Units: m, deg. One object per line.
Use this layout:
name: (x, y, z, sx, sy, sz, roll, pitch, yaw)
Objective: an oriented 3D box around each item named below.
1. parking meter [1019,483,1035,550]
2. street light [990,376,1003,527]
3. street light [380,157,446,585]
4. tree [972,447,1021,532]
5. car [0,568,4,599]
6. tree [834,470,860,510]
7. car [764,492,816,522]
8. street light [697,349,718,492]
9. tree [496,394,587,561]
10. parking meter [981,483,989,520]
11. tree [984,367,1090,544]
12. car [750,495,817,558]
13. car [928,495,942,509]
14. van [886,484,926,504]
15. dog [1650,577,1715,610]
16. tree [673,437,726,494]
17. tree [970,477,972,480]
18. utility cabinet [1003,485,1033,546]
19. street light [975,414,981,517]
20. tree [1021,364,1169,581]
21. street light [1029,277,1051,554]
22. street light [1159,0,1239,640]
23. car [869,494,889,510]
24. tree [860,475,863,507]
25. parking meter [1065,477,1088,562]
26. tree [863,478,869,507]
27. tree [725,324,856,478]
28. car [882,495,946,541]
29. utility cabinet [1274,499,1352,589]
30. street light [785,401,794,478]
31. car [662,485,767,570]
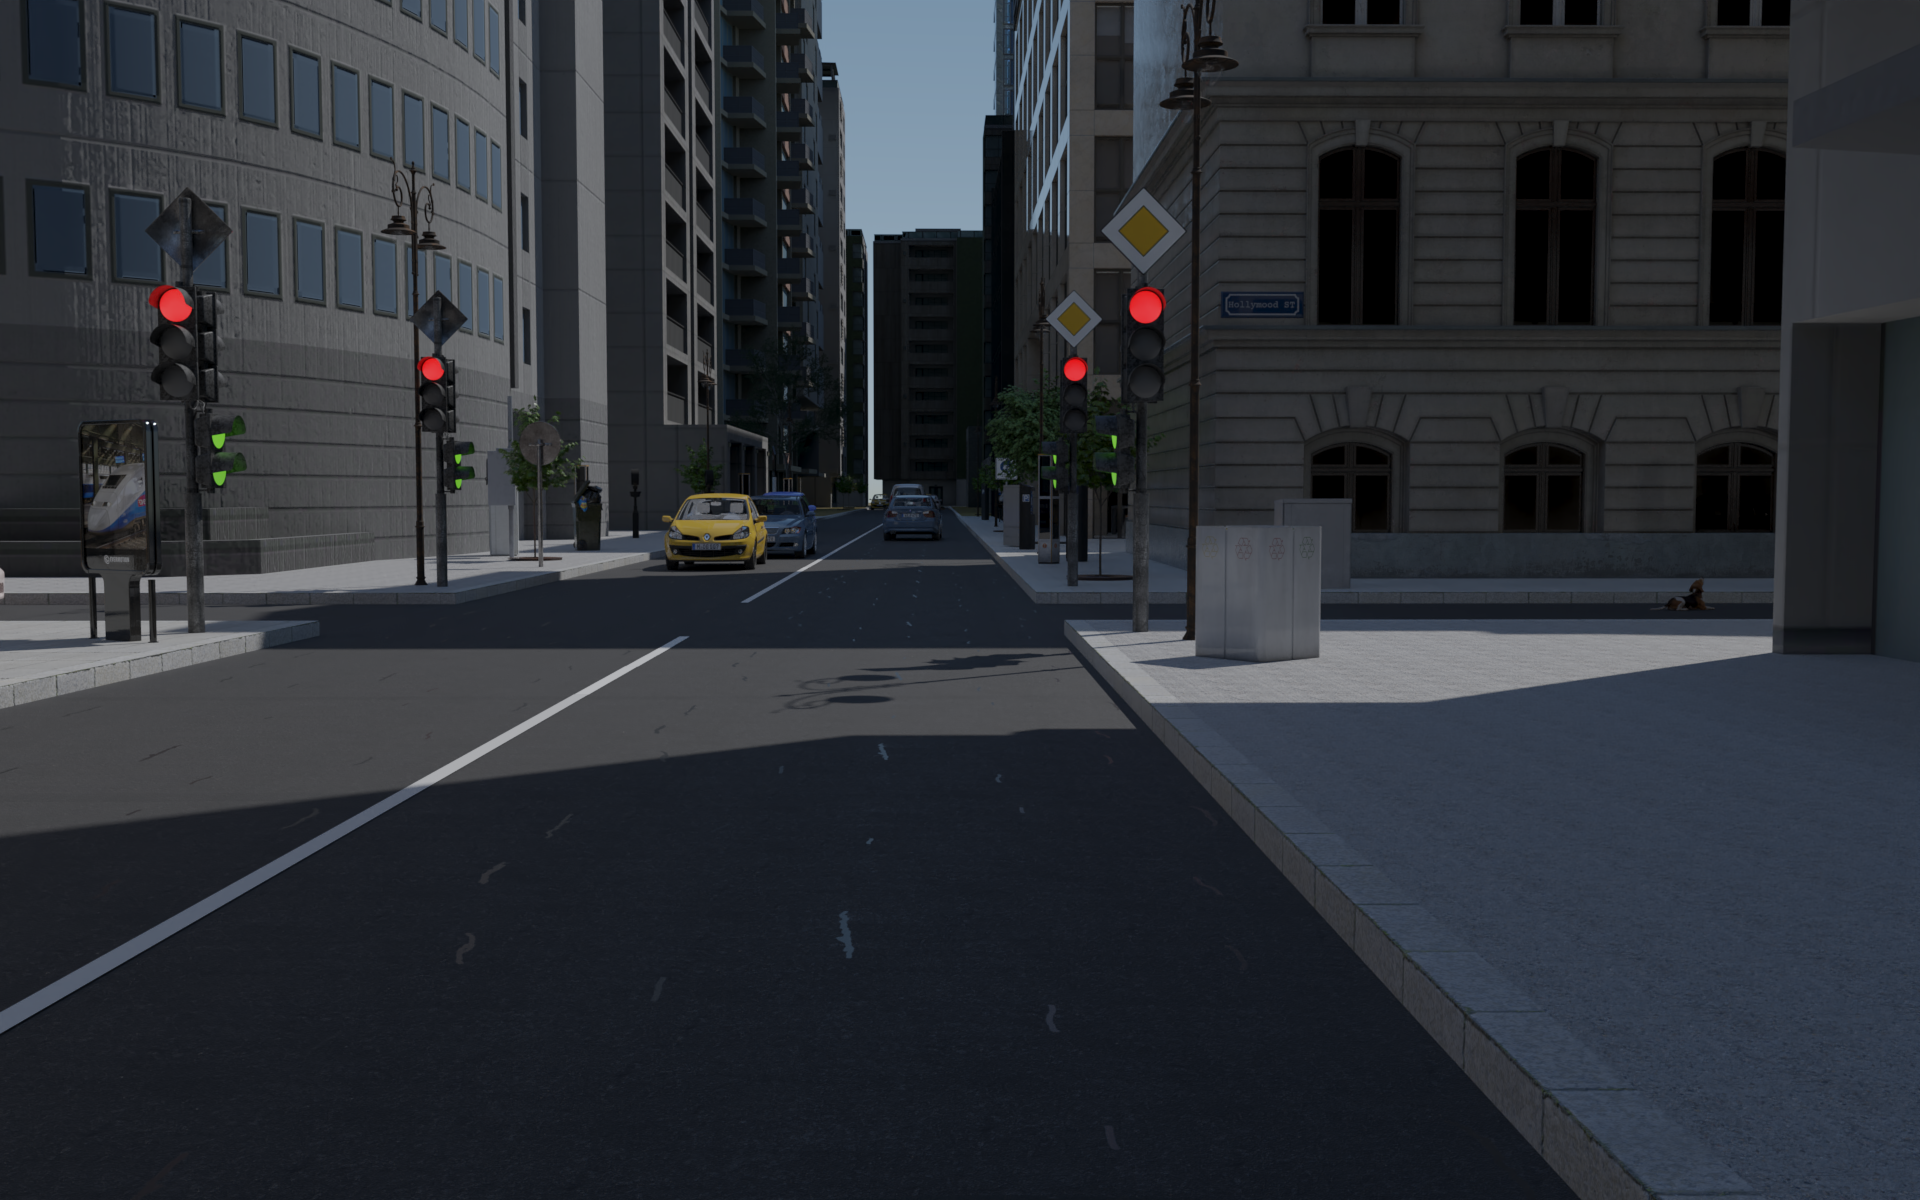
parking meter: (1.556, -1.937, 40.073, 0.372, 1.533, 0.369, 0, 3, 0)
street light: (1.415, -5.814, 67.845, 0.468, 5.910, 1.993, 0, 4, -1)
street light: (-7.593, -3.146, 24.221, 0.468, 5.910, 1.993, 0, 4, -1)
tree: (1.656, -3.915, 58.619, 1.663, 3.219, 1.824, 0, 3, 0)
car: (-13.812, -0.484, 20.278, 4.827, 1.381, 2.083, 0, 4, 0)
tree: (-9.514, -8.886, 139.890, 1.663, 3.219, 1.824, 0, 3, 0)
car: (-5.076, -2.458, 49.788, 1.945, 1.707, 3.694, 0, 4, -1)
street light: (-8.051, -5.049, 55.337, 0.468, 5.910, 1.993, 0, 4, -1)
tree: (-8.222, -2.372, 33.386, 1.663, 3.219, 1.824, 0, 3, 0)
parking meter: (1.241, -4.861, 85.182, 0.255, 1.863, 0.399, -2, 4, -31)
tree: (2.237, -3.751, 45.038, 4.285, 4.588, 4.351, 0, 3, 0)
car: (-4.306, -1.719, 40.115, 2.014, 1.417, 4.499, 0, 3, 0)
car: (-2.470, -7.607, 136.743, 2.083, 1.381, 4.827, 0, 4, 0)
van: (-2.155, -4.061, 73.410, 2.013, 2.044, 4.112, 0, 3, 0)
dog: (8.942, -0.076, 21.440, 0.748, 0.427, 0.550, 2, 4, 25)
tree: (-8.651, -3.916, 58.625, 1.663, 3.219, 1.824, 0, 3, 0)
tree: (1.360, -6.859, 106.754, 1.663, 3.219, 1.824, 0, 3, 0)
utility cabinet: (1.420, -2.048, 42.159, 0.318, 1.500, 1.173, -1, 4, -21)
street light: (1.023, -7.679, 98.337, 0.468, 5.910, 1.993, 0, 4, -1)
tree: (2.060, -1.928, 26.126, 1.663, 3.219, 1.824, 0, 3, 0)
street light: (1.743, -3.934, 37.103, 0.468, 5.910, 1.993, 0, 4, -1)
street light: (2.050, -2.587, 15.086, 0.468, 5.910, 1.993, 0, 4, -1)
car: (-7.151, -8.913, 155.949, 2.015, 1.641, 3.980, 0, 4, -1)
tree: (-9.933, -9.923, 156.836, 1.663, 3.219, 1.824, 0, 3, 0)
parking meter: (2.213, -1.663, 32.907, 0.399, 1.863, 0.255, 3, 4, 38)
tree: (-9.844, -10.972, 173.992, 1.663, 3.219, 1.824, 0, 3, 0)
tree: (-9.169, -9.773, 94.198, 8.767, 10.594, 7.601, 2, 4, 32)
car: (-1.471, -2.607, 54.633, 2.014, 1.417, 4.499, 0, 4, 1)
utility cabinet: (4.774, -0.753, 23.470, 1.020, 1.237, 0.306, -1, 4, -15)
street light: (-8.426, -6.914, 85.829, 0.468, 5.910, 1.993, 0, 4, -1)
car: (-4.757, -1.455, 34.006, 2.015, 1.641, 3.980, 0, 4, -2)
